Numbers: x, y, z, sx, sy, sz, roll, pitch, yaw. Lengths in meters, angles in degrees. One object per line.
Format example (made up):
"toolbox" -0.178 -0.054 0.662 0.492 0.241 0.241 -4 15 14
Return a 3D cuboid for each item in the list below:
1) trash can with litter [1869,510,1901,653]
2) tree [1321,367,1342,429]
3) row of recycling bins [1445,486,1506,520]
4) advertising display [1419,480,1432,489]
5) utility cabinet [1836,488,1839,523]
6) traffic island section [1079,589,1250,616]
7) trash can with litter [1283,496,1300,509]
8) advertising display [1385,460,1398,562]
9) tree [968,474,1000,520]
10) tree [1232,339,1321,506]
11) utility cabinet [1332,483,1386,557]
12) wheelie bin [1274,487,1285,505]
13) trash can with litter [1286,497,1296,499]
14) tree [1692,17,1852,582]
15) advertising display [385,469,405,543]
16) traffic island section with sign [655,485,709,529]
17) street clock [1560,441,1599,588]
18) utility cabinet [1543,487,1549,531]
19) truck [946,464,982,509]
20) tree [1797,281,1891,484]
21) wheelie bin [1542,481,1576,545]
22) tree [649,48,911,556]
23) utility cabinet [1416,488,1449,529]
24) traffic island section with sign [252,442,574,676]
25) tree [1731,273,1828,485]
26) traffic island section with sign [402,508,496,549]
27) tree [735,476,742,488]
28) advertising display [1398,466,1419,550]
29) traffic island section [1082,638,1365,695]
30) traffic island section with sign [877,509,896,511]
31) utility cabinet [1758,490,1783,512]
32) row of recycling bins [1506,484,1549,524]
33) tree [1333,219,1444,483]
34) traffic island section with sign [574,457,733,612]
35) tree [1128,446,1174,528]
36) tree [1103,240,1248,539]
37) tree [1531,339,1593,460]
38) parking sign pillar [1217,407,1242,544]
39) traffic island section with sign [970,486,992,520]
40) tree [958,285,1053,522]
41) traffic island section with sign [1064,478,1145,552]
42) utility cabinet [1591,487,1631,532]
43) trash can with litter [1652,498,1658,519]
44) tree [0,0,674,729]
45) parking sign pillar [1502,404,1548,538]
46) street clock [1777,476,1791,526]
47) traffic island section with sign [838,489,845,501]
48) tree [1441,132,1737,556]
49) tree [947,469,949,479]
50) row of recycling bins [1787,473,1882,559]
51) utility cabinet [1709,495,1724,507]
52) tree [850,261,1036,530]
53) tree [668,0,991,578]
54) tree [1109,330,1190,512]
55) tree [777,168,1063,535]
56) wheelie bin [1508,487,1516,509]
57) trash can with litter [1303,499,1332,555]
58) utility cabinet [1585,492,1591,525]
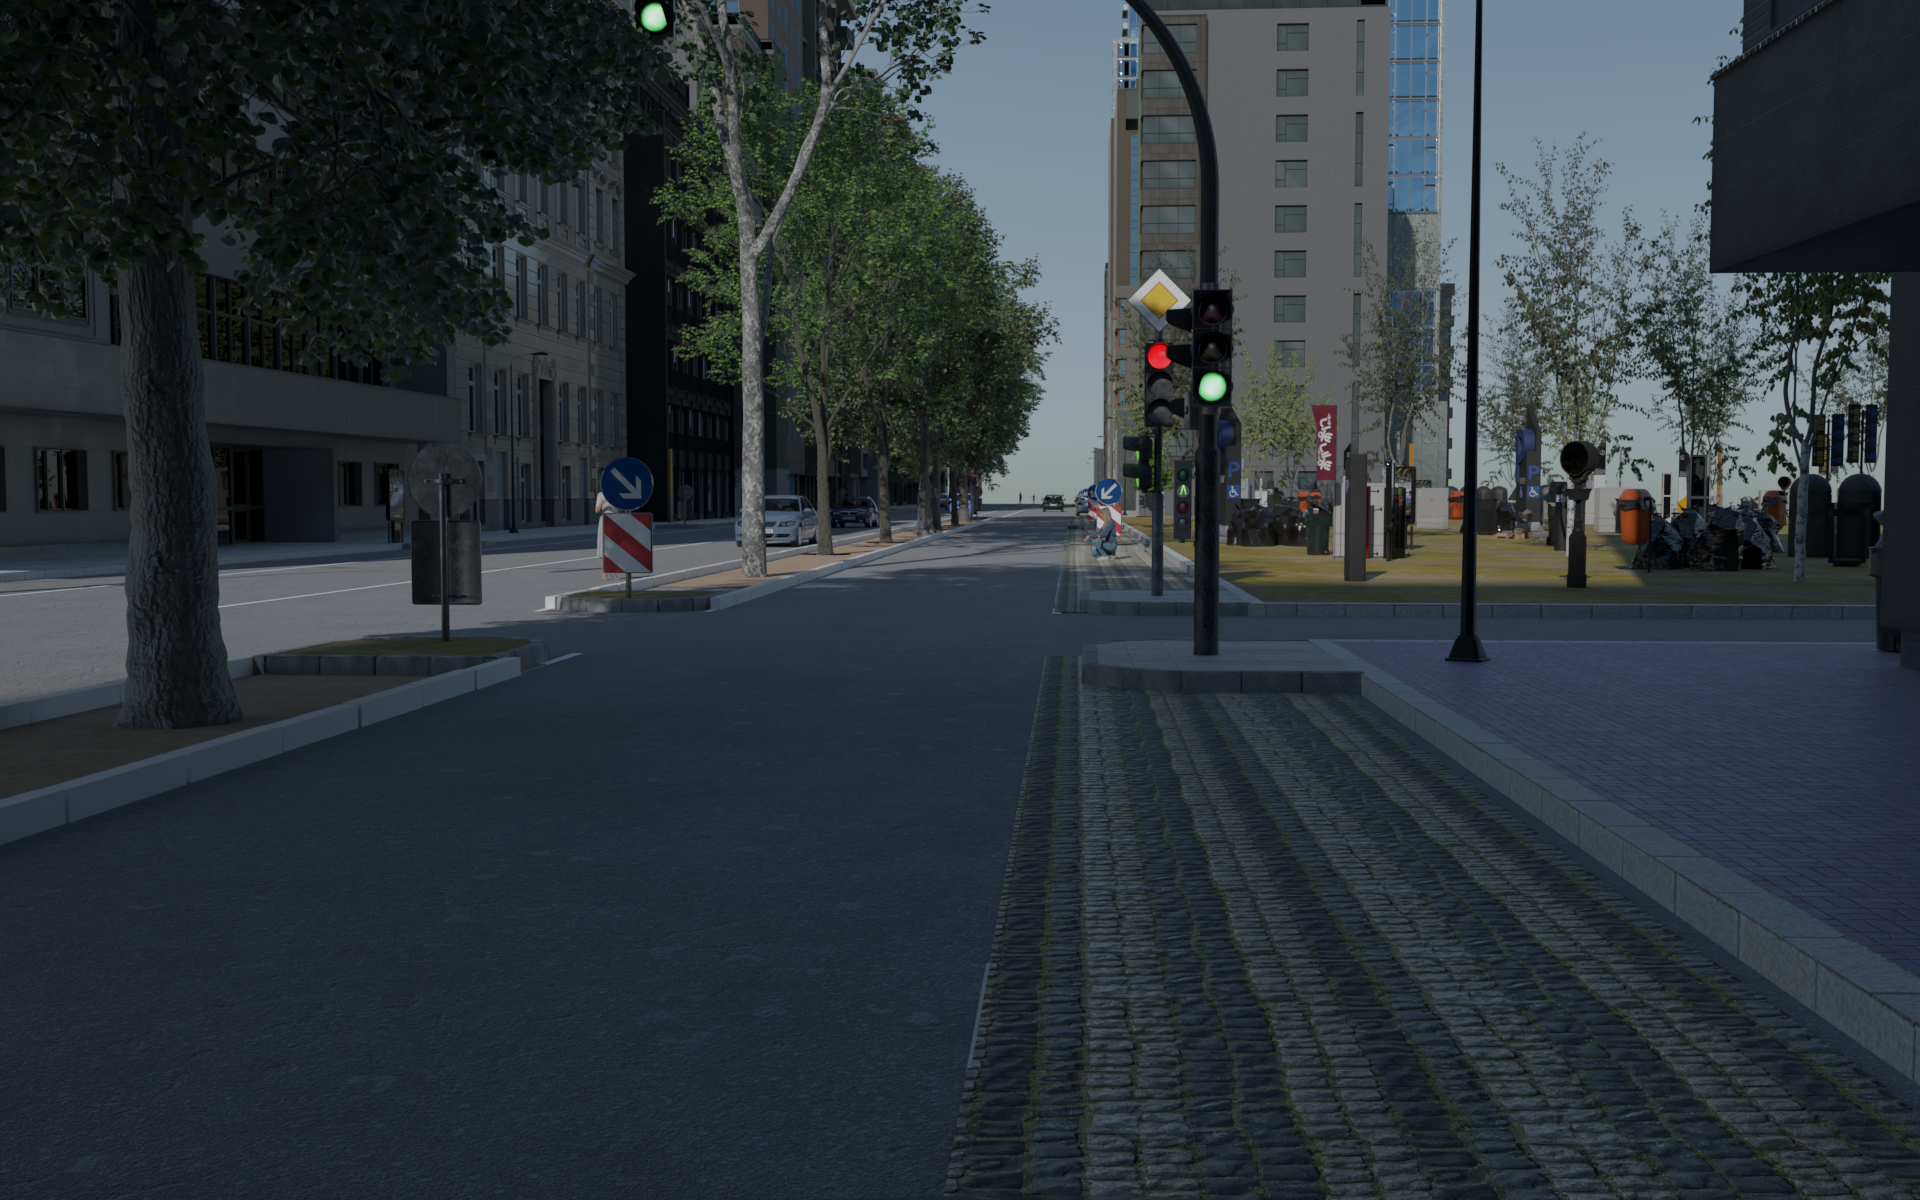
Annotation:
"trash can with litter" 7.830 -0.151 13.863 0.624 1.170 1.055 -1 4 -17
"tree" 17.251 -8.482 89.037 4.737 8.622 4.395 0 3 0
"row of recycling bins" 26.148 -4.942 87.907 3.534 1.692 1.069 -1 4 -12
"advertising display" 21.224 -4.534 79.350 0.123 1.923 0.974 -2 4 -26
"utility cabinet" 32.654 -3.384 64.000 0.318 1.500 1.173 1 4 18
"traffic island section" 2.508 0.027 21.836 2.009 0.180 2.903 0 4 4
"trash can with litter" 9.695 -2.539 52.564 2.233 1.210 1.678 2 4 25
"advertising display" 8.270 -1.718 33.311 0.123 1.923 0.974 1 4 17
"tree" 0.647 -8.729 95.544 4.360 8.622 3.978 0 3 0
"tree" 14.442 -8.113 83.013 4.737 8.622 4.395 0 3 0
"utility cabinet" 8.173 -1.619 35.147 1.173 1.500 0.318 0 4 8
"wheelie bin" 14.064 -4.226 77.005 0.693 1.594 0.980 2 4 26
"trash can with litter" 15.080 -4.130 78.919 0.624 1.170 1.055 1 4 21
"tree" 12.474 -4.568 25.043 4.737 8.622 4.395 0 3 0
"advertising display" -14.813 -2.460 45.433 0.123 1.923 0.974 0 4 5
"traffic island section with sign" -11.608 -3.921 72.738 1.989 1.847 2.006 0 4 4
"street clock" 8.454 -1.169 23.688 0.358 2.002 0.471 -2 4 -34
"utility cabinet" 18.115 -2.717 53.098 0.318 1.500 1.173 1 4 11
"truck" 0.459 -9.608 146.000 2.839 4.237 11.283 0 4 3
"tree" 30.039 -6.536 57.222 4.360 8.622 3.978 0 3 0
"wheelie bin" 15.028 -2.162 43.259 0.980 1.594 0.693 2 4 34
"tree" -3.250 -6.852 40.250 9.928 11.665 9.643 0 3 0
"utility cabinet" 17.155 -3.316 62.895 0.318 1.500 1.173 -3 4 -36
"traffic island section with sign" -4.544 -0.391 14.537 2.006 1.907 1.989 0 4 4
"tree" 18.821 -5.737 44.160 4.360 8.622 3.978 0 3 0
"traffic island section with sign" -13.390 -2.267 45.699 1.989 1.847 2.006 0 4 4
"tree" -13.149 -6.223 96.347 1.663 3.219 1.824 0 3 0
"advertising display" 10.239 -2.139 40.186 0.123 1.923 0.974 -1 4 -20
"traffic island section" 1.982 0.515 13.868 2.009 0.180 2.903 0 4 4
"traffic island section with sign" -6.529 -8.630 149.727 1.989 1.847 2.006 0 4 4
"utility cabinet" 40.607 -4.769 86.653 1.173 1.500 0.318 0 4 5
"row of recycling bins" 25.106 -4.132 74.675 1.069 1.692 3.534 -1 4 -14
"tree" 12.106 -5.938 47.451 4.360 8.622 3.978 0 3 0
"traffic island section with sign" -4.046 -0.843 21.927 2.006 1.907 1.989 0 4 4
"tree" 7.615 -4.557 69.102 1.663 3.219 1.824 0 3 0
"tree" 6.372 -6.056 49.376 4.360 8.622 3.978 0 3 0
"tree" 28.202 -7.893 79.417 4.737 8.622 4.395 0 3 0
"parking sign pillar" 6.950 -3.486 45.470 1.447 3.967 1.447 -1 4 -12
"traffic island section with sign" 0.898 -5.429 96.904 2.006 1.907 1.989 0 4 4
"tree" 0.218 -10.926 87.751 9.857 13.997 8.962 0 3 0
"traffic island section with sign" 3.619 -2.136 43.552 1.989 1.847 2.006 0 4 4
"utility cabinet" 21.598 -2.977 57.352 1.173 1.500 0.318 -1 4 -13
"trash can with litter" 35.549 -4.752 89.090 1.055 1.170 0.624 -3 4 -39
"tree" -4.839 -6.187 10.268 9.857 13.997 8.962 0 3 0
"parking sign pillar" 16.862 -3.847 51.378 1.447 3.967 1.447 0 4 5
"street clock" 33.408 -4.015 70.223 0.471 2.002 0.358 3 5 42
"traffic island section with sign" -8.299 -6.985 122.830 1.989 1.847 2.006 0 4 4
"tree" 12.670 -5.199 35.373 4.360 8.622 3.978 0 3 0
"tree" -2.267 -18.805 257.818 4.737 8.622 4.395 0 3 0
"row of recycling bins" 18.459 -1.677 34.530 3.534 1.692 1.069 2 4 30
"utility cabinet" 38.687 -4.760 88.983 0.306 1.237 1.020 -2 4 -27
"tree" -0.860 -9.054 68.619 7.486 12.596 7.792 0 3 0
"tree" -2.366 -10.385 28.144 12.611 20.169 13.585 0 3 0
"tree" 8.831 -7.754 77.148 4.737 8.622 4.395 0 3 0
"tree" -1.243 -8.595 59.989 9.611 12.733 9.660 0 3 0
"wheelie bin" 19.429 -3.185 59.976 0.693 1.594 0.980 -1 4 -16
"trash can with litter" 7.783 -1.537 36.514 1.055 1.170 0.624 0 4 3
"utility cabinet" 25.899 -3.873 72.001 1.173 1.500 0.318 2 4 34
